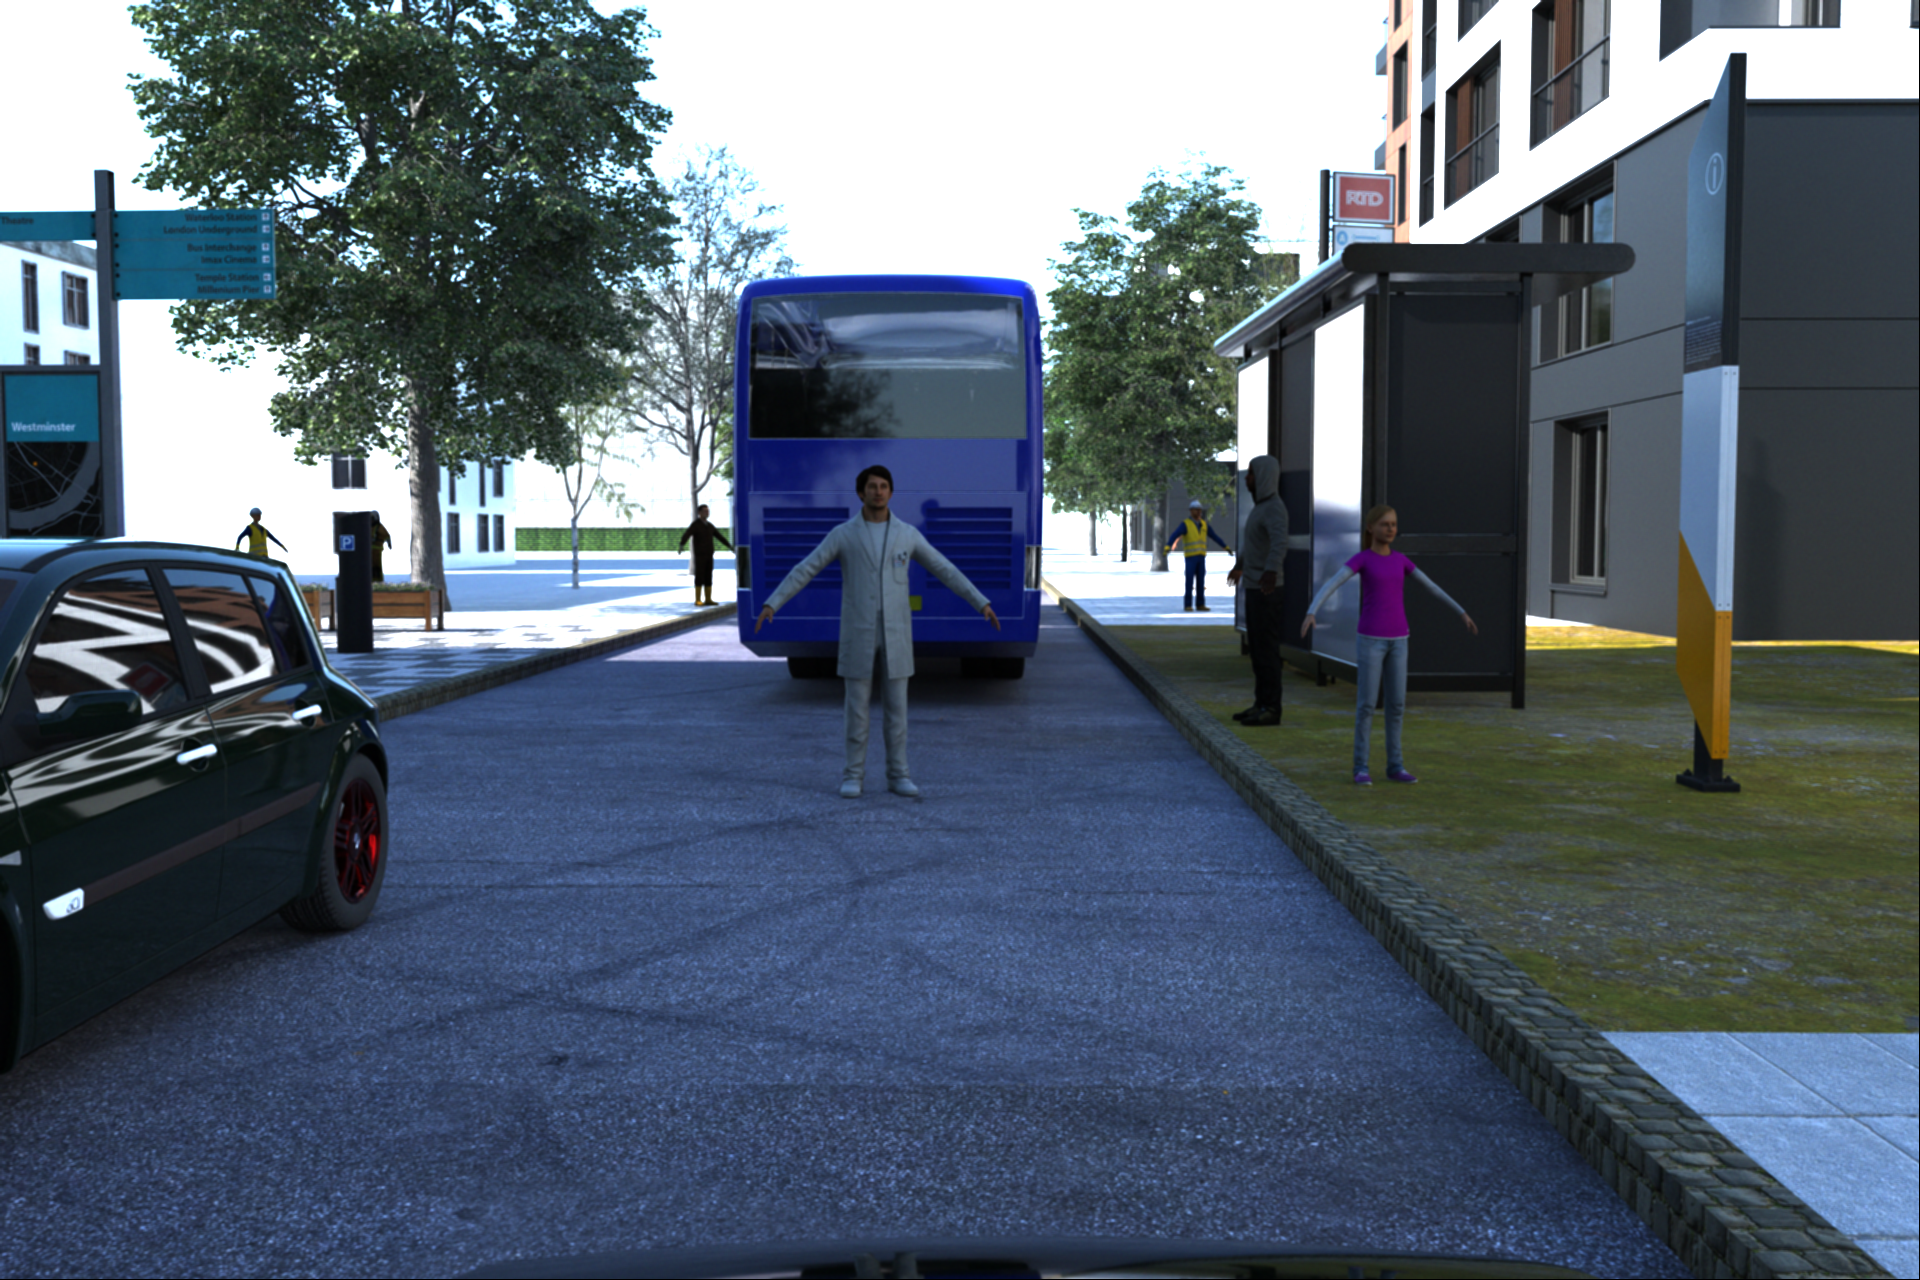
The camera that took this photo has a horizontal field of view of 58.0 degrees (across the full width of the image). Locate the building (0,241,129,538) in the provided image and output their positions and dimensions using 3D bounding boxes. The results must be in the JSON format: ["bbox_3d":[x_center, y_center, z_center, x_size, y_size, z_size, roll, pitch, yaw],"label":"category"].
[{"bbox_3d":[-26.571,-5.920,38.943,9.099,9.664,28.070,0,4,2],"label":"building"}]

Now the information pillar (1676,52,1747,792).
[{"bbox_3d":[3.784,-1.063,8.736,0.183,3.616,0.504,0,4,1],"label":"information pillar"}]

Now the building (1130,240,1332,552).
[{"bbox_3d":[27.311,-17.921,136.983,27.936,21.610,32.646,0,4,1],"label":"building"}]

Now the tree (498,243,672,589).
[{"bbox_3d":[-9.120,-5.525,40.699,4.360,8.622,3.978,0,3,0],"label":"tree"}]

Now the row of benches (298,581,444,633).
[{"bbox_3d":[-8.773,-0.449,22.811,4.104,0.672,1.422,0,4,-1],"label":"row of benches"}]

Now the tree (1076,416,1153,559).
[{"bbox_3d":[7.218,-8.401,87.715,4.360,8.622,3.978,0,3,0],"label":"tree"}]

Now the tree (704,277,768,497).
[{"bbox_3d":[-7.818,-9.668,76.191,7.486,12.596,7.792,0,3,0],"label":"tree"}]

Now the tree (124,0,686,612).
[{"bbox_3d":[-8.719,-7.429,28.118,9.857,13.997,8.962,0,3,0],"label":"tree"}]

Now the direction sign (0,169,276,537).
[{"bbox_3d":[-6.248,-1.505,13.377,2.525,3.948,1.411,0,4,3],"label":"direction sign"}]

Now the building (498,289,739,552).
[{"bbox_3d":[-24.652,-16.805,141.220,16.747,18.905,31.486,0,4,2],"label":"building"}]

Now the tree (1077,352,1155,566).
[{"bbox_3d":[6.906,-7.304,69.781,4.360,8.622,3.978,0,3,0],"label":"tree"}]

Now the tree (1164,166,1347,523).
[{"bbox_3d":[6.386,-5.171,34.906,4.360,8.622,3.978,0,3,0],"label":"tree"}]

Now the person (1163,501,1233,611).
[{"bbox_3d":[3.933,-1.399,28.849,1.349,1.833,0.705,-2,4,-25],"label":"person"}]

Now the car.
[{"bbox_3d":[-3.050,0.298,4.920,2.009,1.686,4.222,0,4,1],"label":"car"}]

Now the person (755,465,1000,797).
[{"bbox_3d":[-0.457,-0.053,9.516,1.347,1.806,0.705,-1,4,-11],"label":"person"}]

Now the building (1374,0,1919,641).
[{"bbox_3d":[22.886,-11.760,36.254,27.936,21.610,32.646,0,4,1],"label":"building"}]

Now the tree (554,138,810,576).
[{"bbox_3d":[-8.081,-8.734,53.173,12.009,13.543,11.850,0,3,0],"label":"tree"}]

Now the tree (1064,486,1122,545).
[{"bbox_3d":[15.898,-17.468,195.972,12.009,13.543,11.850,0,3,0],"label":"tree"}]

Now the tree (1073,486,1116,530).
[{"bbox_3d":[8.144,-9.575,106.919,4.737,8.622,4.395,0,3,0],"label":"tree"}]

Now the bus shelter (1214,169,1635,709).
[{"bbox_3d":[3.789,-2.397,16.816,2.179,5.291,8.768,0,4,0],"label":"bus shelter"}]

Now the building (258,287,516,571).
[{"bbox_3d":[-23.205,-8.006,73.043,9.099,9.664,28.070,0,4,0],"label":"building"}]

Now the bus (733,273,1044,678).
[{"bbox_3d":[-0.481,-1.745,20.075,2.896,3.916,12.251,0,4,1],"label":"bus"}]

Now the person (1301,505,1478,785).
[{"bbox_3d":[2.192,0.023,8.883,0.991,1.433,0.599,-1,4,-15],"label":"person"}]

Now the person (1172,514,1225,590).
[{"bbox_3d":[5.488,-2.092,40.068,1.347,1.847,0.705,-1,4,-20],"label":"person"}]

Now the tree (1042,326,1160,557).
[{"bbox_3d":[7.474,-11.730,98.433,9.857,13.997,8.962,0,3,0],"label":"tree"}]

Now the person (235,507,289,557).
[{"bbox_3d":[-12.590,-1.513,31.196,0.721,1.772,1.216,2,4,25],"label":"person"}]

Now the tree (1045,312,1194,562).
[{"bbox_3d":[7.472,-9.403,79.488,9.928,11.665,9.643,0,3,0],"label":"tree"}]

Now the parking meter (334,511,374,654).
[{"bbox_3d":[-6.549,-0.630,18.716,0.372,1.533,0.369,0,3,0],"label":"parking meter"}]

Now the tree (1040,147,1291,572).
[{"bbox_3d":[6.844,-9.319,59.025,9.857,13.997,8.962,0,3,0],"label":"tree"}]

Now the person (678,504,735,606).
[{"bbox_3d":[-4.546,-1.513,30.875,0.704,1.812,1.346,3,5,40],"label":"person"}]

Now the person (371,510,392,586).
[{"bbox_3d":[-13.875,-2.157,41.036,1.354,1.858,0.705,2,4,32],"label":"person"}]

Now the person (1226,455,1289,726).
[{"bbox_3d":[2.026,-0.342,11.718,0.705,1.813,1.348,0,4,-1],"label":"person"}]

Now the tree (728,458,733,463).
[{"bbox_3d":[-7.861,-9.271,85.995,8.767,10.594,7.601,1,4,16],"label":"tree"}]
